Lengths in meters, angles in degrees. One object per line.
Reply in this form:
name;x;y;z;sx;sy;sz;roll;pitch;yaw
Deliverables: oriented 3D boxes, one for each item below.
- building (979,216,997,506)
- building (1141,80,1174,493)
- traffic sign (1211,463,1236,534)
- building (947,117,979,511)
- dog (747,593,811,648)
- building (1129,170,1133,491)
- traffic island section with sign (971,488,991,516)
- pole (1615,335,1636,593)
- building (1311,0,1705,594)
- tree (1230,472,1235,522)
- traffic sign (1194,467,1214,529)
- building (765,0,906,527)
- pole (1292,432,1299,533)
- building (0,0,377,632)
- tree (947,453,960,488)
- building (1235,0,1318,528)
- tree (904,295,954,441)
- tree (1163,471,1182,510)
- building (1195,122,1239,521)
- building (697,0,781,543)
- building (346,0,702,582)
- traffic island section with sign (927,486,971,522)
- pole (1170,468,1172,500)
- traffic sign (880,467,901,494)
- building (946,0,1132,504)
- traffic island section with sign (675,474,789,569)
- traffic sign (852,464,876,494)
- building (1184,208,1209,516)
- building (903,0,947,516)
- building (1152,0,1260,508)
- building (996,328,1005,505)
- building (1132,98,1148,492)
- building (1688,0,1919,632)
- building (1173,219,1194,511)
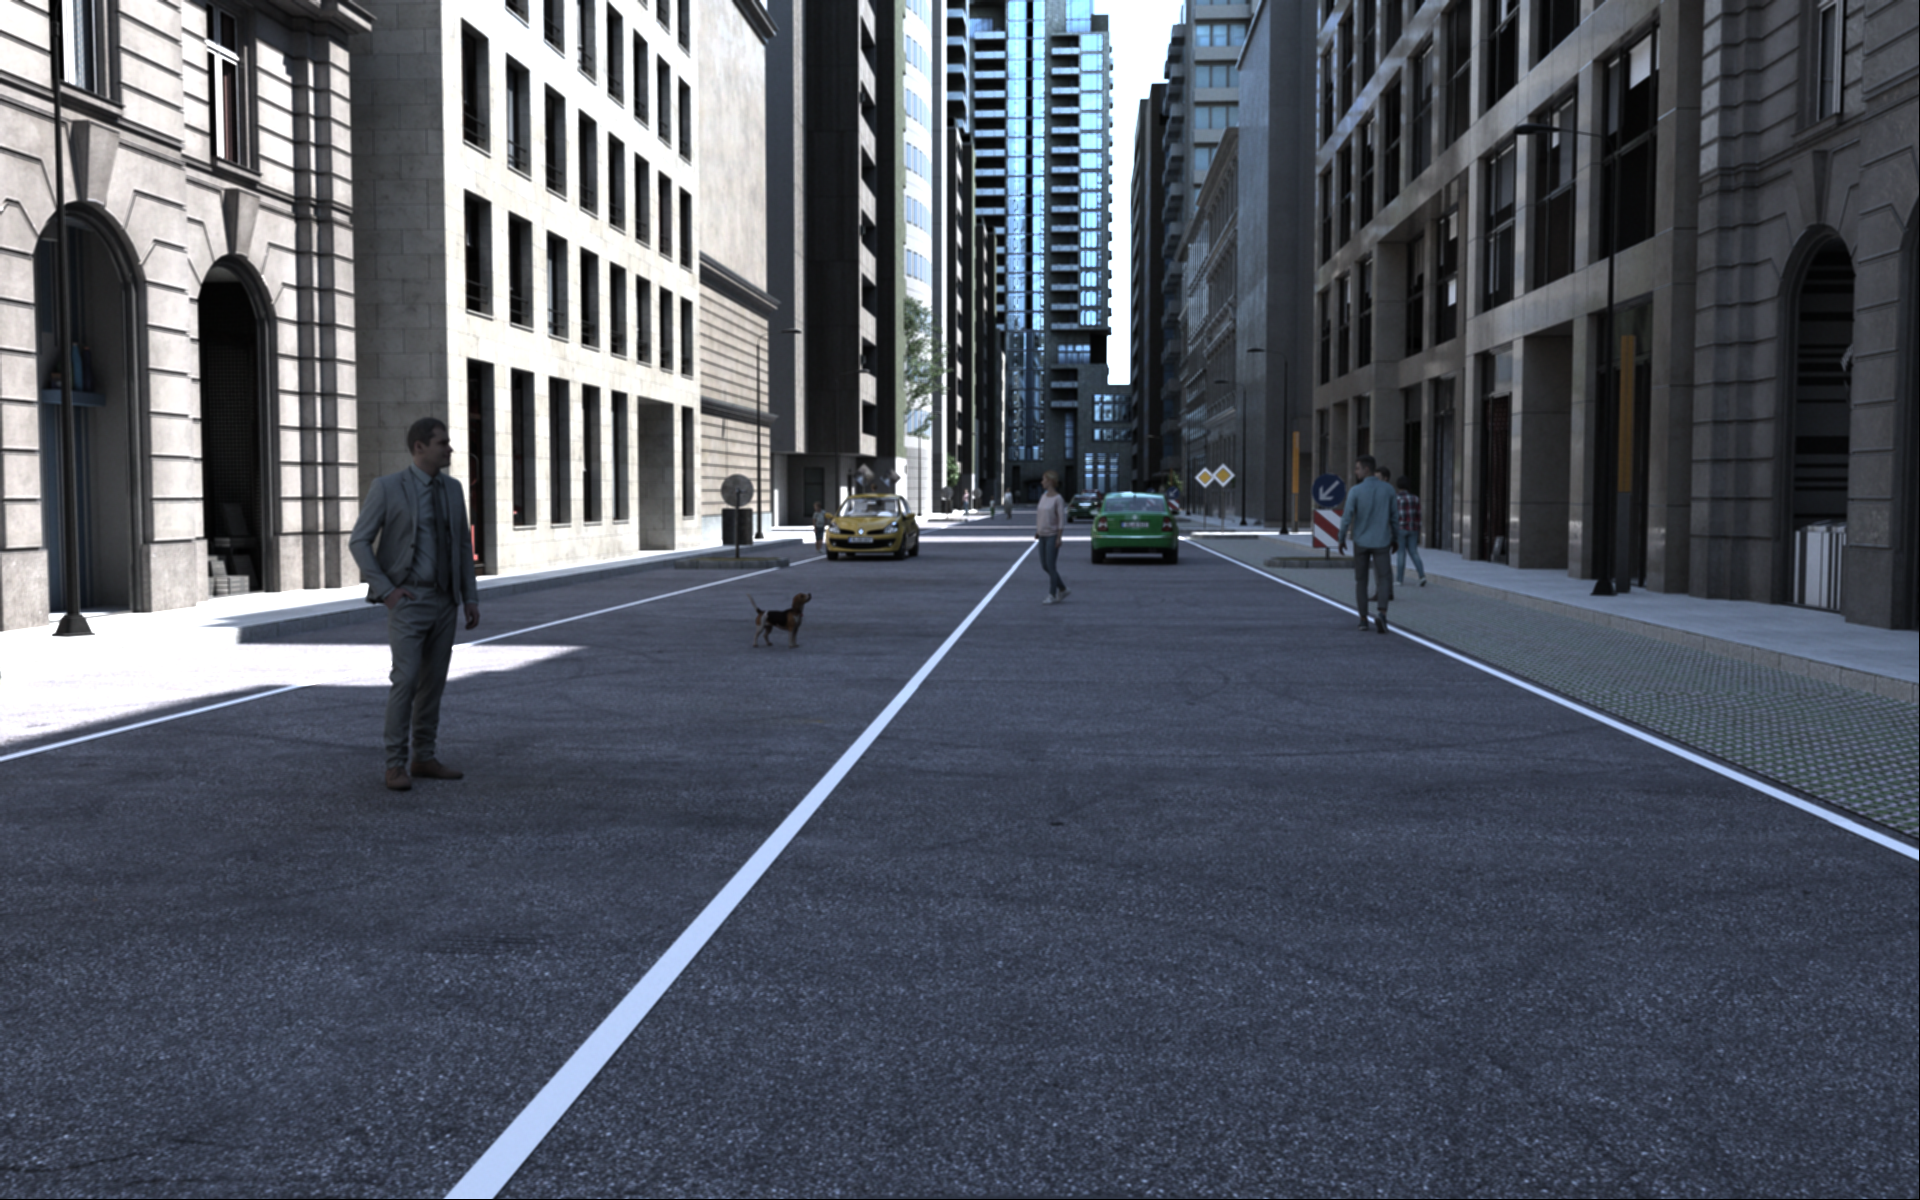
building;-3.548;-24.932;179.336;14.160;30.474;14.107;0;4;4
building;26.930;-32.726;185.178;14.600;45.320;14.200;0;4;4
traffic sign;8.512;-3.207;56.080;0.795;2.450;0.064;0;4;4
building;-6.205;-22.110;133.192;14.160;30.474;14.107;0;4;4
dog;-1.698;0.185;16.266;0.540;0.507;0.406;-1;4;-17
building;29.707;-35.406;229.001;14.200;45.320;14.600;0;4;4
traffic island section with sign;1.219;-6.594;116.442;1.989;1.847;2.006;0;4;4
pole;8.600;-1.745;22.372;0.158;3.312;0.155;0;3;0
building;19.811;-14.268;37.795;19.350;26.468;34.151;0;4;4
tree;12.920;-5.176;79.234;1.663;3.219;1.824;0;3;0
traffic sign;9.057;-3.694;64.047;0.795;2.450;0.064;0;4;4
building;-9.915;-18.371;72.061;14.160;30.474;14.107;0;4;4
pole;11.008;-3.852;56.824;0.158;3.312;0.155;0;3;0
building;-14.968;-10.428;12.302;13.314;21.916;24.055;0;4;4
tree;-1.507;-8.524;123.088;4.285;4.588;4.351;0;3;0
building;26.708;-15.281;68.904;30.058;24.678;14.314;0;4;4
tree;-3.908;-9.691;84.197;9.928;11.665;9.643;0;3;0
tree;17.721;-9.209;145.174;1.663;3.219;1.824;0;3;0
building;18.698;-15.526;90.004;11.583;22.565;21.152;0;4;4
building;-23.284;-14.179;50.917;34.723;24.649;14.460;0;4;4
building;-11.992;-10.918;33.266;10.420;20.320;16.860;0;4;4
traffic island section with sign;-0.619;-4.943;89.449;1.989;1.847;2.006;0;4;4
pole;16.665;-8.733;136.622;0.158;3.312;0.155;0;3;0
traffic sign;-2.609;-3.744;64.862;0.795;2.450;0.064;0;4;4
building;7.370;-56.250;232.352;31.000;86.520;22.319;0;4;4
traffic island section with sign;-4.412;-1.551;33.988;1.989;1.847;2.006;0;4;4
traffic sign;-3.154;-3.257;56.896;0.795;2.450;0.064;0;4;4
building;19.612;-15.936;109.709;9.793;20.994;18.267;0;4;4
building;-12.330;-34.347;103.581;21.231;58.520;28.212;0;4;4
building;30.467;-33.186;162.192;23.786;49.044;30.456;0;4;4
building;-9.740;-21.953;203.970;28.899;21.520;27.650;0;4;4
building;31.227;-35.412;202.695;21.300;48.544;21.600;0;4;4
building;14.214;-10.238;9.199;13.314;21.916;24.055;0;4;4
building;21.869;-18.331;128.592;11.050;23.489;19.941;0;4;4
